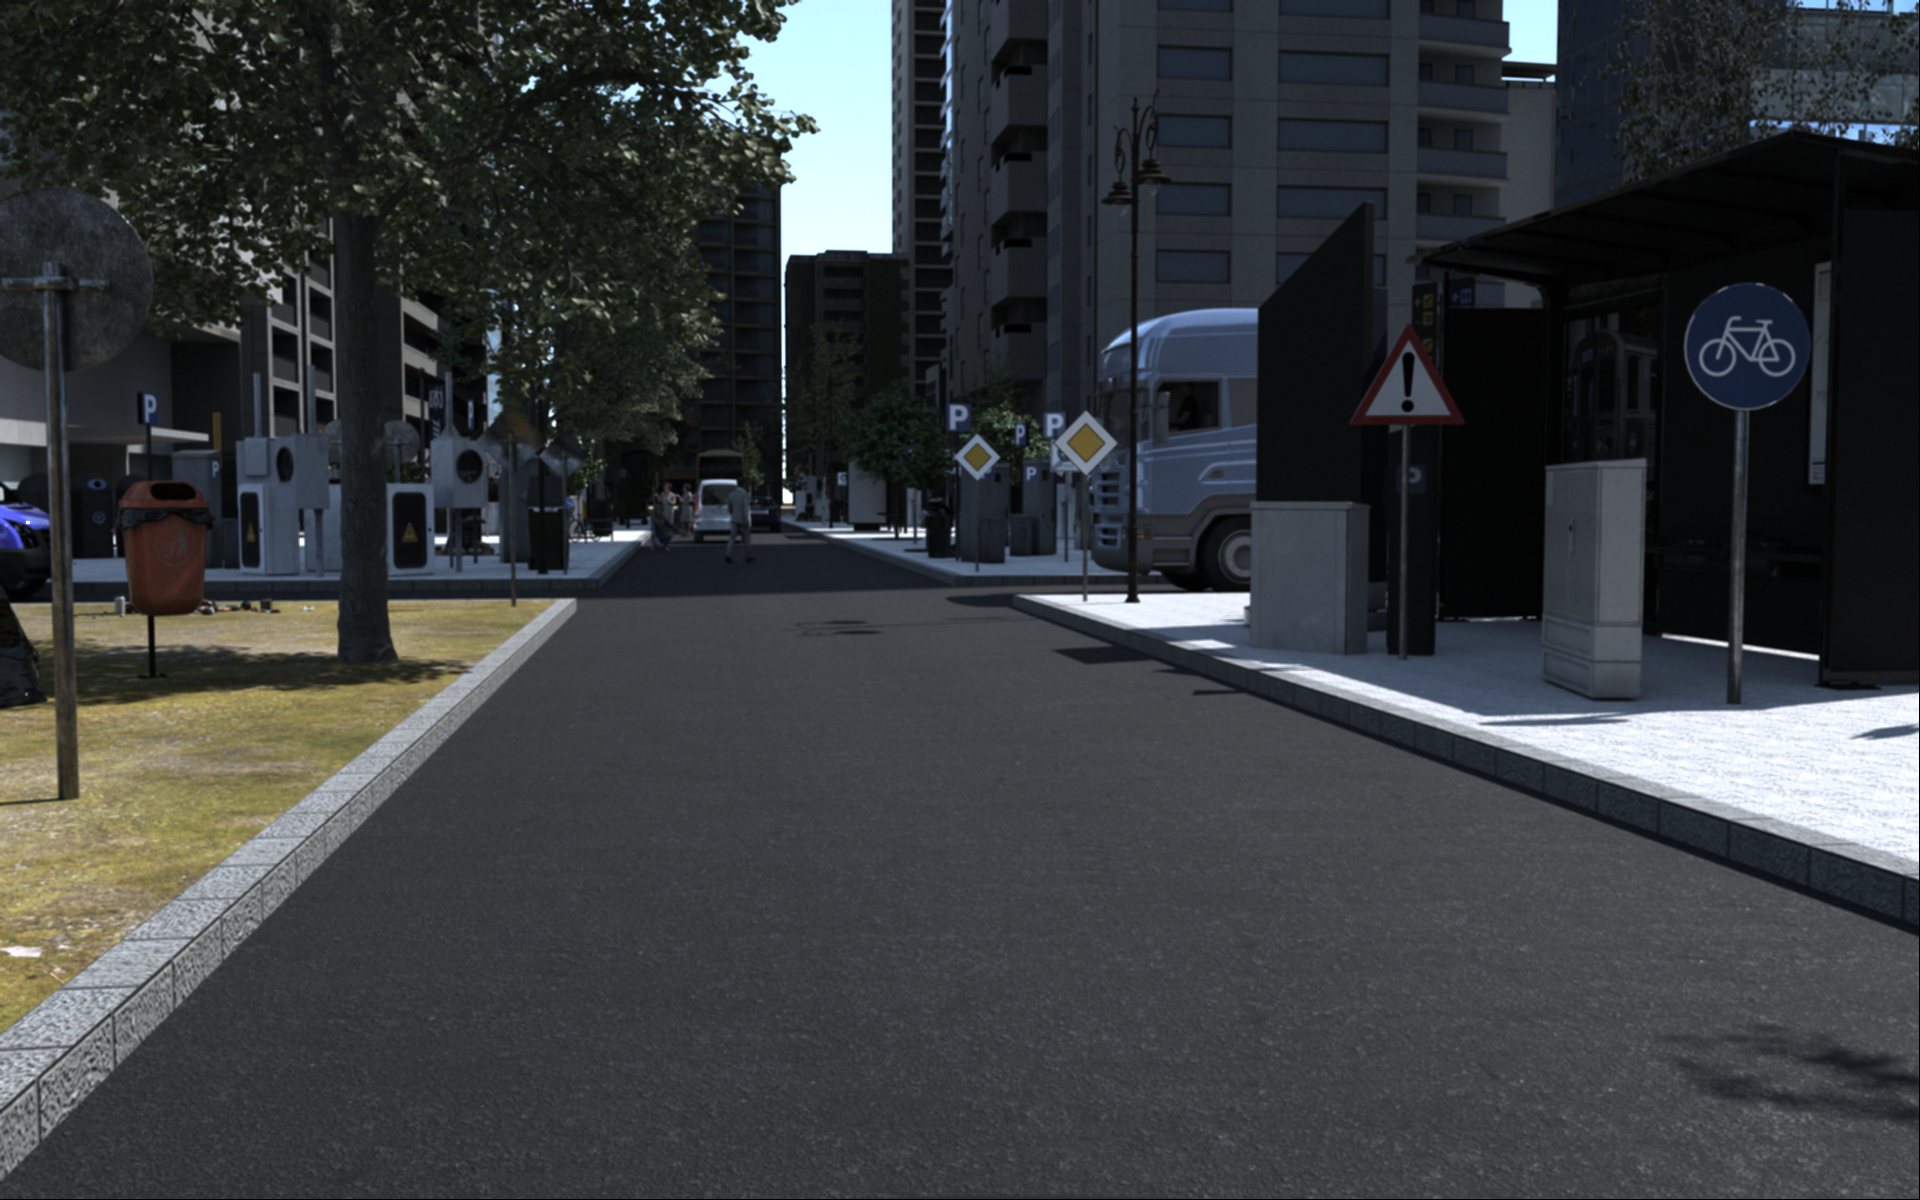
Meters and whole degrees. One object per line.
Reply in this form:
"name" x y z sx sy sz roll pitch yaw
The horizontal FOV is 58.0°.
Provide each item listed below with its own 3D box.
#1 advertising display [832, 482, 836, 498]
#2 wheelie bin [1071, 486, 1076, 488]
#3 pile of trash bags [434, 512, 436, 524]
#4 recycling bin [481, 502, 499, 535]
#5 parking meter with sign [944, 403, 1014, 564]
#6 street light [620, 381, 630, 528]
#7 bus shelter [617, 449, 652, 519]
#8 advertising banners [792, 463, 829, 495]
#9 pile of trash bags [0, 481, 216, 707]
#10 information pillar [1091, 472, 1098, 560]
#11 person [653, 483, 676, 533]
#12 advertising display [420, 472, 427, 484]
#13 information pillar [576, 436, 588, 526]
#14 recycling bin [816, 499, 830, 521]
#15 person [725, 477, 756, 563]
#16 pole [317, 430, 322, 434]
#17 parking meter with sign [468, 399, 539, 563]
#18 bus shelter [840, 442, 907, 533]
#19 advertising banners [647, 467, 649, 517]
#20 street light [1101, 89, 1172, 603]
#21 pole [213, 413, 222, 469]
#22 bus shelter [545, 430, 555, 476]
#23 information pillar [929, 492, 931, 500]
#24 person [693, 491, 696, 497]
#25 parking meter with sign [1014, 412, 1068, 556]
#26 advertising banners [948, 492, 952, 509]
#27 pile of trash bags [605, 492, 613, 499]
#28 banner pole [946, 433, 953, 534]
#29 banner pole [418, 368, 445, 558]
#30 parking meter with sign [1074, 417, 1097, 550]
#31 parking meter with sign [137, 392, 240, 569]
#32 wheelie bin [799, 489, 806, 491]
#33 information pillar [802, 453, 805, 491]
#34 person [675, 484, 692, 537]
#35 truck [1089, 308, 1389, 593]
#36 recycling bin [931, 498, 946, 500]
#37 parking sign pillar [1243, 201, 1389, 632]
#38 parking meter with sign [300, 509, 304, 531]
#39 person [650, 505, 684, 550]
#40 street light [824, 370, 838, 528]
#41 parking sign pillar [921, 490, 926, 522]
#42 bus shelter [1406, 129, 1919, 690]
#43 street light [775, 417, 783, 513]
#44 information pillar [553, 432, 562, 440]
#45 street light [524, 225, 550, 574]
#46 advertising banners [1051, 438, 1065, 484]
"advertising display" -6.664 -5.295 91.793 0.123 1.923 0.974 0 3 0
"wheelie bin" 4.629 -3.828 70.491 0.980 1.594 0.693 2 4 25
"pile of trash bags" -12.856 -1.806 39.280 1.912 1.369 3.447 -2 4 -26
"recycling bin" -14.864 -2.576 54.676 0.722 1.027 0.722 1 4 10
"parking meter with sign" 0.319 -2.222 32.591 0.543 3.016 1.738 -2 4 -26
"street light" -12.522 -5.650 65.167 0.468 5.910 1.993 -1 4 -9
"bus shelter" -17.006 -6.097 90.975 1.731 3.624 6.357 -1 4 -9
"advertising banners" -8.483 -6.230 98.048 2.074 3.025 0.090 0 4 2
"pile of trash bags" -6.422 -0.069 10.885 1.912 1.369 3.447 3 5 42
"information pillar" 2.730 -1.796 33.860 0.304 2.012 0.304 1 4 11
"person" -9.151 -2.728 53.458 0.716 1.782 0.532 1 4 13
"advertising display" -15.617 -2.768 50.471 0.123 1.923 0.974 -1 4 -12
"information pillar" -15.356 -4.823 70.213 0.183 3.616 0.504 3 5 41
"recycling bin" -6.454 -4.286 82.630 0.722 1.027 0.722 1 4 9
"person" -4.626 -1.684 36.313 0.678 1.792 0.850 2 4 31
"pole" -20.295 -3.744 55.055 0.158 3.312 0.155 0 3 0
"parking meter with sign" -8.230 -2.207 32.352 1.738 3.016 0.543 -2 4 -27
"bus shelter" -2.844 -3.956 58.610 2.014 3.302 5.546 -1 4 -9
"advertising banners" -17.835 -6.283 98.909 0.090 3.025 2.074 -1 4 -11
"street light" 2.043 -2.907 20.324 0.468 5.910 1.993 -1 4 -9
"pole" -18.594 -3.032 43.419 0.158 3.312 0.155 0 3 0
"bus shelter" -16.252 -4.557 65.788 1.731 3.624 6.357 -1 4 -9
"information pillar" -1.397 -4.314 75.030 0.304 2.012 0.304 0 4 4
"person" -24.100 -9.104 158.019 0.621 1.740 0.551 3 5 40
"parking meter with sign" 1.621 -2.448 36.283 0.543 3.016 1.738 2 4 30
"advertising banners" 0.185 -6.362 100.211 2.074 3.025 0.090 2 4 29
"pile of trash bags" -18.469 -4.530 83.825 3.447 1.369 1.912 1 4 10
"banner pole" -0.649 -4.034 55.980 0.863 3.779 0.401 -1 4 -10
"banner pole" -10.552 -2.726 34.591 0.401 3.779 0.863 2 4 26
"parking meter with sign" 2.953 -2.671 39.940 0.543 3.016 1.738 0 4 -8
"parking meter with sign" -13.139 -2.053 29.825 1.738 3.016 0.543 0 4 2
"wheelie bin" -8.900 -5.611 99.654 0.980 1.594 0.693 1 4 15
"information pillar" -8.909 -6.554 98.509 0.183 3.616 0.504 -1 4 -11
"person" -9.183 -2.970 57.418 0.532 1.782 0.716 -2 4 -34
"truck" 10.610 -2.201 25.738 18.799 4.110 2.967 -1 4 -10
"recycling bin" -1.300 -5.404 100.905 0.722 1.027 0.722 2 4 33
"parking sign pillar" 3.477 -1.723 16.649 1.447 3.967 1.447 -3 4 -38
"parking meter with sign" -23.285 -3.892 59.894 0.543 3.016 1.738 3 5 42
"person" -7.499 -1.833 43.973 1.012 1.151 0.738 -2 4 -33
"street light" -4.819 -5.614 64.572 0.468 5.910 1.993 -1 4 -9
"parking sign pillar" -1.975 -5.119 72.164 1.447 3.967 1.447 -3 4 -38
"bus shelter" 5.748 -1.415 14.414 1.731 3.624 6.357 -1 4 -9
"street light" -10.676 -7.933 102.494 0.468 5.910 1.993 -1 4 -9
"information pillar" -14.429 -4.337 62.265 0.183 3.616 0.504 2 4 28
"street light" -6.705 -3.356 27.663 0.468 5.910 1.993 -1 4 -9
"advertising banners" 3.297 -3.016 45.501 2.074 3.025 0.090 -1 4 -18
